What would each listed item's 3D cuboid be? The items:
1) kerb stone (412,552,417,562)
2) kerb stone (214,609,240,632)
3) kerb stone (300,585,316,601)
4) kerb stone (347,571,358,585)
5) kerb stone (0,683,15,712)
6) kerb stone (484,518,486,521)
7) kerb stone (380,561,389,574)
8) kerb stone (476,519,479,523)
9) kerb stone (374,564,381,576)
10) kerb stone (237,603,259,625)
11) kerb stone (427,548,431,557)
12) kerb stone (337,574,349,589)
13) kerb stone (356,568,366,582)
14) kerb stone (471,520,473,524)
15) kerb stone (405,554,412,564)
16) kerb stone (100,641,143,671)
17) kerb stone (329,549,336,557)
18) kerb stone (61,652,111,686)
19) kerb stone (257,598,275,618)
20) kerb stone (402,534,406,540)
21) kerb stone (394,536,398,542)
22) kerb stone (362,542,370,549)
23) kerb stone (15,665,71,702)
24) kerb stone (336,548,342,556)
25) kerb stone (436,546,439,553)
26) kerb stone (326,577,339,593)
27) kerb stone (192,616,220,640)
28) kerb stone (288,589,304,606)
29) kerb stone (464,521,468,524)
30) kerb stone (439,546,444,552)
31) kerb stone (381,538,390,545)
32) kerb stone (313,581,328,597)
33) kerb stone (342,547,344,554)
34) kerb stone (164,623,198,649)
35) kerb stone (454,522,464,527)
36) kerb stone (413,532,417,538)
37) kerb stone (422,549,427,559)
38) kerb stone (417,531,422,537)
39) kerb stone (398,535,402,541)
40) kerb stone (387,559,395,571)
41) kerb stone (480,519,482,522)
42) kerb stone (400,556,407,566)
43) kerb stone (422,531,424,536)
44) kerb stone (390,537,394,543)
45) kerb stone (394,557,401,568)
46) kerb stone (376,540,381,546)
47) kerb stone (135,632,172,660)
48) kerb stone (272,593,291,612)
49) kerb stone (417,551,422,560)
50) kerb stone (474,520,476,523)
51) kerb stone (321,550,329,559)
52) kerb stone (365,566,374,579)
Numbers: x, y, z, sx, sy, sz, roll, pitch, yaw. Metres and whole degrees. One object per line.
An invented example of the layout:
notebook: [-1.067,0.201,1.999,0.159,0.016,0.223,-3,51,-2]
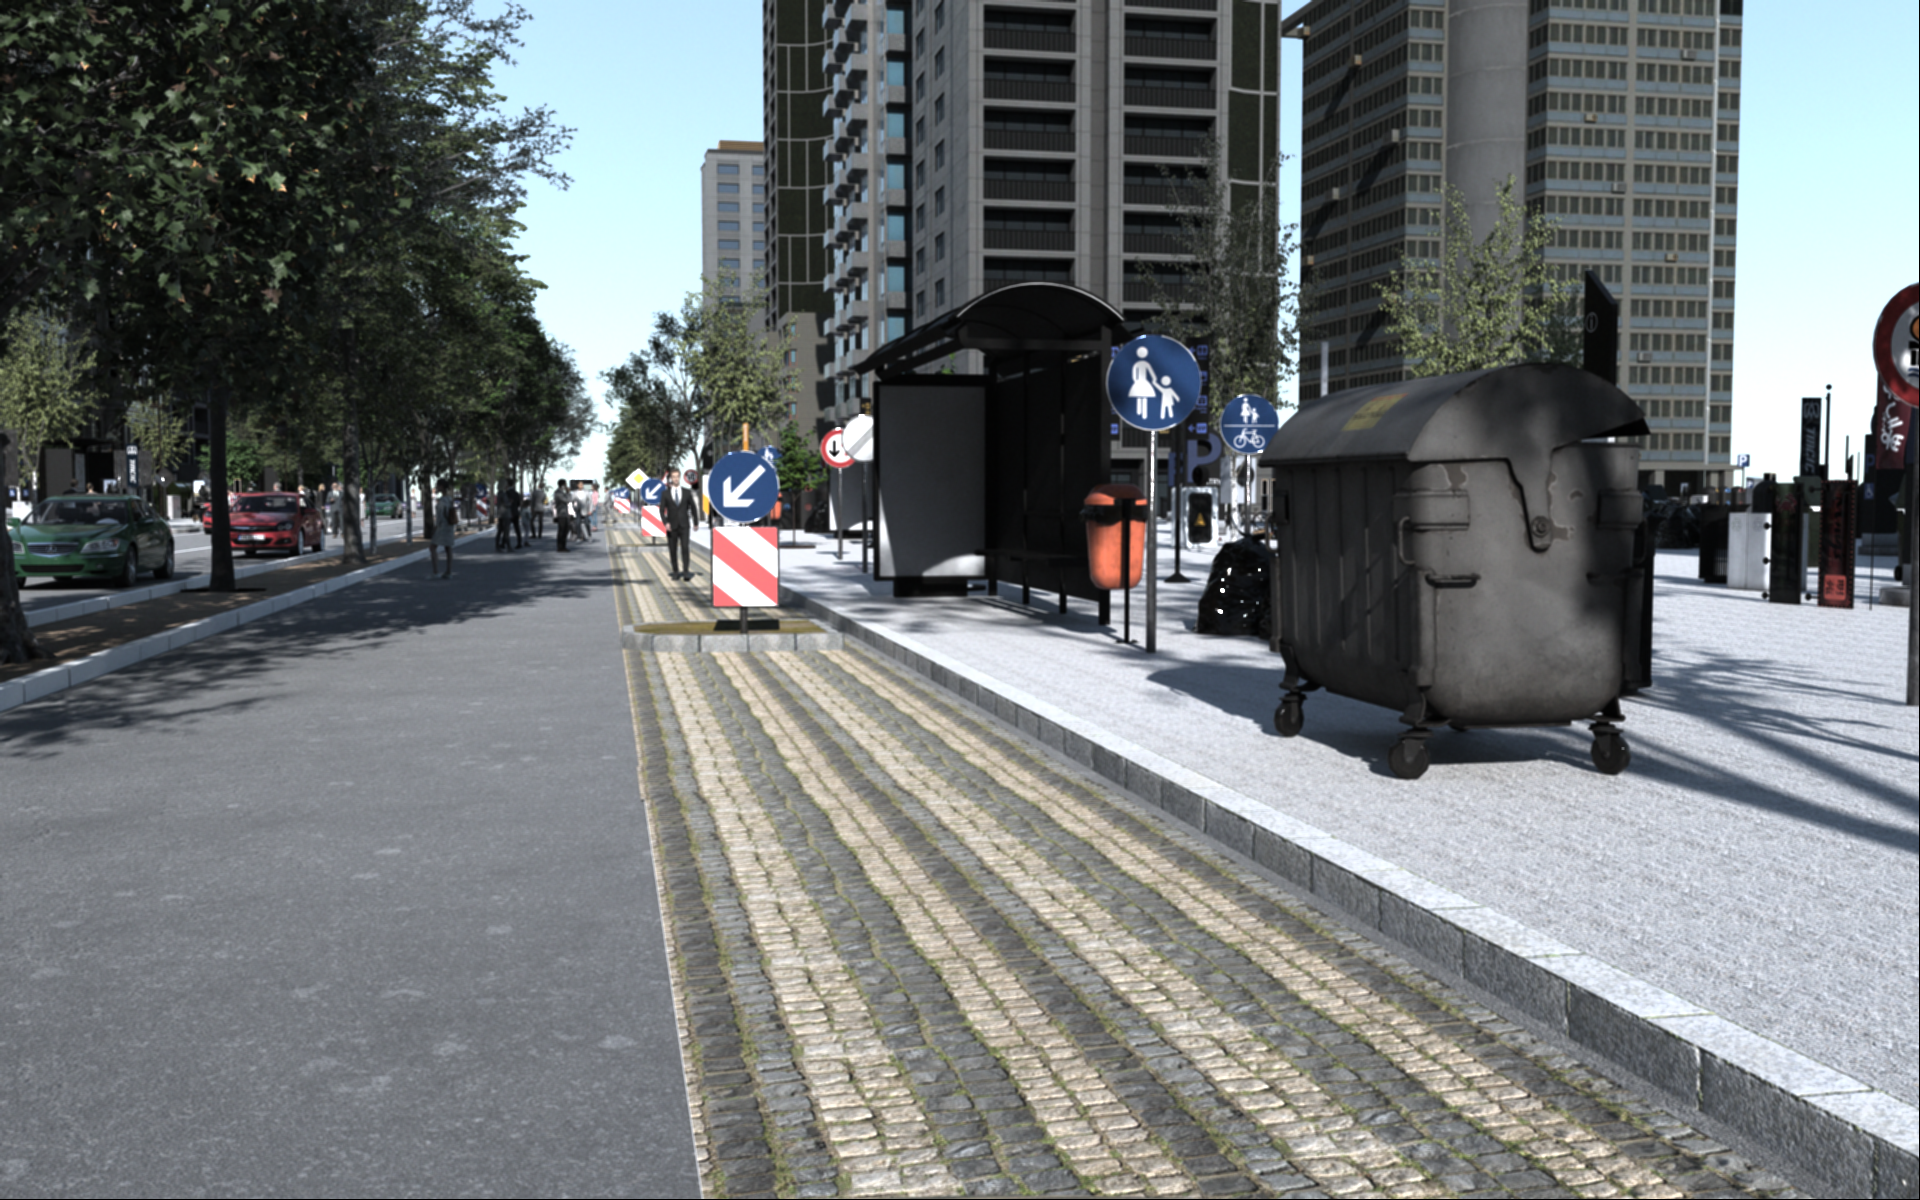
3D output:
kerb stone: [-11.579,-0.870,36.421,0.120,0.150,1.000,-1,4,-12]
kerb stone: [-7.828,0.234,18.366,0.120,0.150,1.000,-1,4,-12]
kerb stone: [-8.875,-0.071,23.384,0.120,0.150,1.000,-1,4,-12]
kerb stone: [-9.699,-0.317,27.409,0.120,0.150,1.000,-1,4,-12]
kerb stone: [-6.368,0.666,11.356,0.120,0.150,1.000,-1,4,-12]
kerb stone: [-24.804,-4.127,89.760,0.120,0.150,1.000,-1,4,-12]
kerb stone: [-10.531,-0.564,31.415,0.120,0.150,1.000,-1,4,-12]
kerb stone: [-23.758,-3.825,84.735,0.120,0.150,1.000,-1,4,-12]
kerb stone: [-10.329,-0.502,30.410,0.120,0.150,1.000,-1,4,-12]
kerb stone: [-8.028,0.173,19.373,0.120,0.150,1.000,-1,4,-12]
kerb stone: [-12.198,-1.051,39.430,0.120,0.150,1.000,-1,4,-12]
kerb stone: [-9.493,-0.257,26.403,0.120,0.150,1.000,-1,4,-12]
kerb stone: [-9.911,-0.380,28.409,0.120,0.150,1.000,-1,4,-12]
kerb stone: [-22.921,-3.579,80.712,0.120,0.150,1.000,-1,4,-12]
kerb stone: [-11.368,-0.807,35.419,0.120,0.150,1.000,-1,4,-12]
kerb stone: [-6.993,0.479,14.362,0.120,0.150,1.000,-1,4,-12]
kerb stone: [-14.252,-1.027,38.991,0.120,0.150,1.000,-1,4,-12]
kerb stone: [-6.778,0.542,13.362,0.120,0.150,1.000,-1,4,-12]
kerb stone: [-8.244,0.115,20.380,0.120,0.150,1.000,-1,4,-12]
kerb stone: [-17.172,-1.883,53.047,0.120,0.150,1.000,-1,4,-12]
kerb stone: [-16.753,-1.763,51.042,0.120,0.150,1.000,-1,4,-12]
kerb stone: [-15.718,-1.457,46.014,0.120,0.150,1.000,-1,4,-12]
kerb stone: [-6.574,0.603,12.357,0.120,0.150,1.000,-1,4,-12]
kerb stone: [-14.463,-1.088,39.991,0.120,0.150,1.000,-1,4,-12]
kerb stone: [-12.624,-1.177,41.435,0.120,0.150,1.000,-1,4,-12]
kerb stone: [-9.280,-0.196,25.399,0.120,0.150,1.000,-1,4,-12]
kerb stone: [-7.617,0.295,17.366,0.120,0.150,1.000,-1,4,-12]
kerb stone: [-8.655,-0.011,22.383,0.120,0.150,1.000,-1,4,-12]
kerb stone: [-22.292,-3.394,77.690,0.120,0.150,1.000,-1,4,-12]
kerb stone: [-12.825,-1.238,42.437,0.120,0.150,1.000,-1,4,-12]
kerb stone: [-16.337,-1.636,49.037,0.120,0.150,1.000,-1,4,-12]
kerb stone: [-9.077,-0.134,24.389,0.120,0.150,1.000,-1,4,-12]
kerb stone: [-14.679,-1.145,40.990,0.120,0.150,1.000,-1,4,-12]
kerb stone: [-7.409,0.357,16.365,0.120,0.150,1.000,-1,4,-12]
kerb stone: [-21.877,-3.271,75.674,0.120,0.150,1.000,-1,4,-12]
kerb stone: [-17.787,-2.071,56.051,0.120,0.150,1.000,-1,4,-12]
kerb stone: [-11.996,-0.993,38.425,0.120,0.150,1.000,-1,4,-12]
kerb stone: [-18.217,-2.193,58.058,0.120,0.150,1.000,-1,4,-12]
kerb stone: [-16.967,-1.825,52.042,0.120,0.150,1.000,-1,4,-12]
kerb stone: [-10.740,-0.625,32.416,0.120,0.150,1.000,-1,4,-12]
kerb stone: [-24.178,-3.948,86.746,0.120,0.150,1.000,-1,4,-12]
kerb stone: [-11.162,-0.745,34.418,0.120,0.150,1.000,-1,4,-12]
kerb stone: [-18.430,-2.250,59.058,0.120,0.150,1.000,-1,4,-12]
kerb stone: [-16.545,-1.703,50.041,0.120,0.150,1.000,-1,4,-12]
kerb stone: [-10.952,-0.686,33.417,0.120,0.150,1.000,-1,4,-12]
kerb stone: [-15.927,-1.516,47.018,0.120,0.150,1.000,-1,4,-12]
kerb stone: [-7.203,0.418,15.362,0.120,0.150,1.000,-1,4,-12]
kerb stone: [-8.448,0.050,21.382,0.120,0.150,1.000,-1,4,-12]
kerb stone: [-11.784,-0.931,37.422,0.120,0.150,1.000,-1,4,-12]
kerb stone: [-23.346,-3.700,82.722,0.120,0.150,1.000,-1,4,-12]
kerb stone: [-14.048,-0.963,37.988,0.120,0.150,1.000,-1,4,-12]
kerb stone: [-10.117,-0.441,29.410,0.120,0.150,1.000,-1,4,-12]
